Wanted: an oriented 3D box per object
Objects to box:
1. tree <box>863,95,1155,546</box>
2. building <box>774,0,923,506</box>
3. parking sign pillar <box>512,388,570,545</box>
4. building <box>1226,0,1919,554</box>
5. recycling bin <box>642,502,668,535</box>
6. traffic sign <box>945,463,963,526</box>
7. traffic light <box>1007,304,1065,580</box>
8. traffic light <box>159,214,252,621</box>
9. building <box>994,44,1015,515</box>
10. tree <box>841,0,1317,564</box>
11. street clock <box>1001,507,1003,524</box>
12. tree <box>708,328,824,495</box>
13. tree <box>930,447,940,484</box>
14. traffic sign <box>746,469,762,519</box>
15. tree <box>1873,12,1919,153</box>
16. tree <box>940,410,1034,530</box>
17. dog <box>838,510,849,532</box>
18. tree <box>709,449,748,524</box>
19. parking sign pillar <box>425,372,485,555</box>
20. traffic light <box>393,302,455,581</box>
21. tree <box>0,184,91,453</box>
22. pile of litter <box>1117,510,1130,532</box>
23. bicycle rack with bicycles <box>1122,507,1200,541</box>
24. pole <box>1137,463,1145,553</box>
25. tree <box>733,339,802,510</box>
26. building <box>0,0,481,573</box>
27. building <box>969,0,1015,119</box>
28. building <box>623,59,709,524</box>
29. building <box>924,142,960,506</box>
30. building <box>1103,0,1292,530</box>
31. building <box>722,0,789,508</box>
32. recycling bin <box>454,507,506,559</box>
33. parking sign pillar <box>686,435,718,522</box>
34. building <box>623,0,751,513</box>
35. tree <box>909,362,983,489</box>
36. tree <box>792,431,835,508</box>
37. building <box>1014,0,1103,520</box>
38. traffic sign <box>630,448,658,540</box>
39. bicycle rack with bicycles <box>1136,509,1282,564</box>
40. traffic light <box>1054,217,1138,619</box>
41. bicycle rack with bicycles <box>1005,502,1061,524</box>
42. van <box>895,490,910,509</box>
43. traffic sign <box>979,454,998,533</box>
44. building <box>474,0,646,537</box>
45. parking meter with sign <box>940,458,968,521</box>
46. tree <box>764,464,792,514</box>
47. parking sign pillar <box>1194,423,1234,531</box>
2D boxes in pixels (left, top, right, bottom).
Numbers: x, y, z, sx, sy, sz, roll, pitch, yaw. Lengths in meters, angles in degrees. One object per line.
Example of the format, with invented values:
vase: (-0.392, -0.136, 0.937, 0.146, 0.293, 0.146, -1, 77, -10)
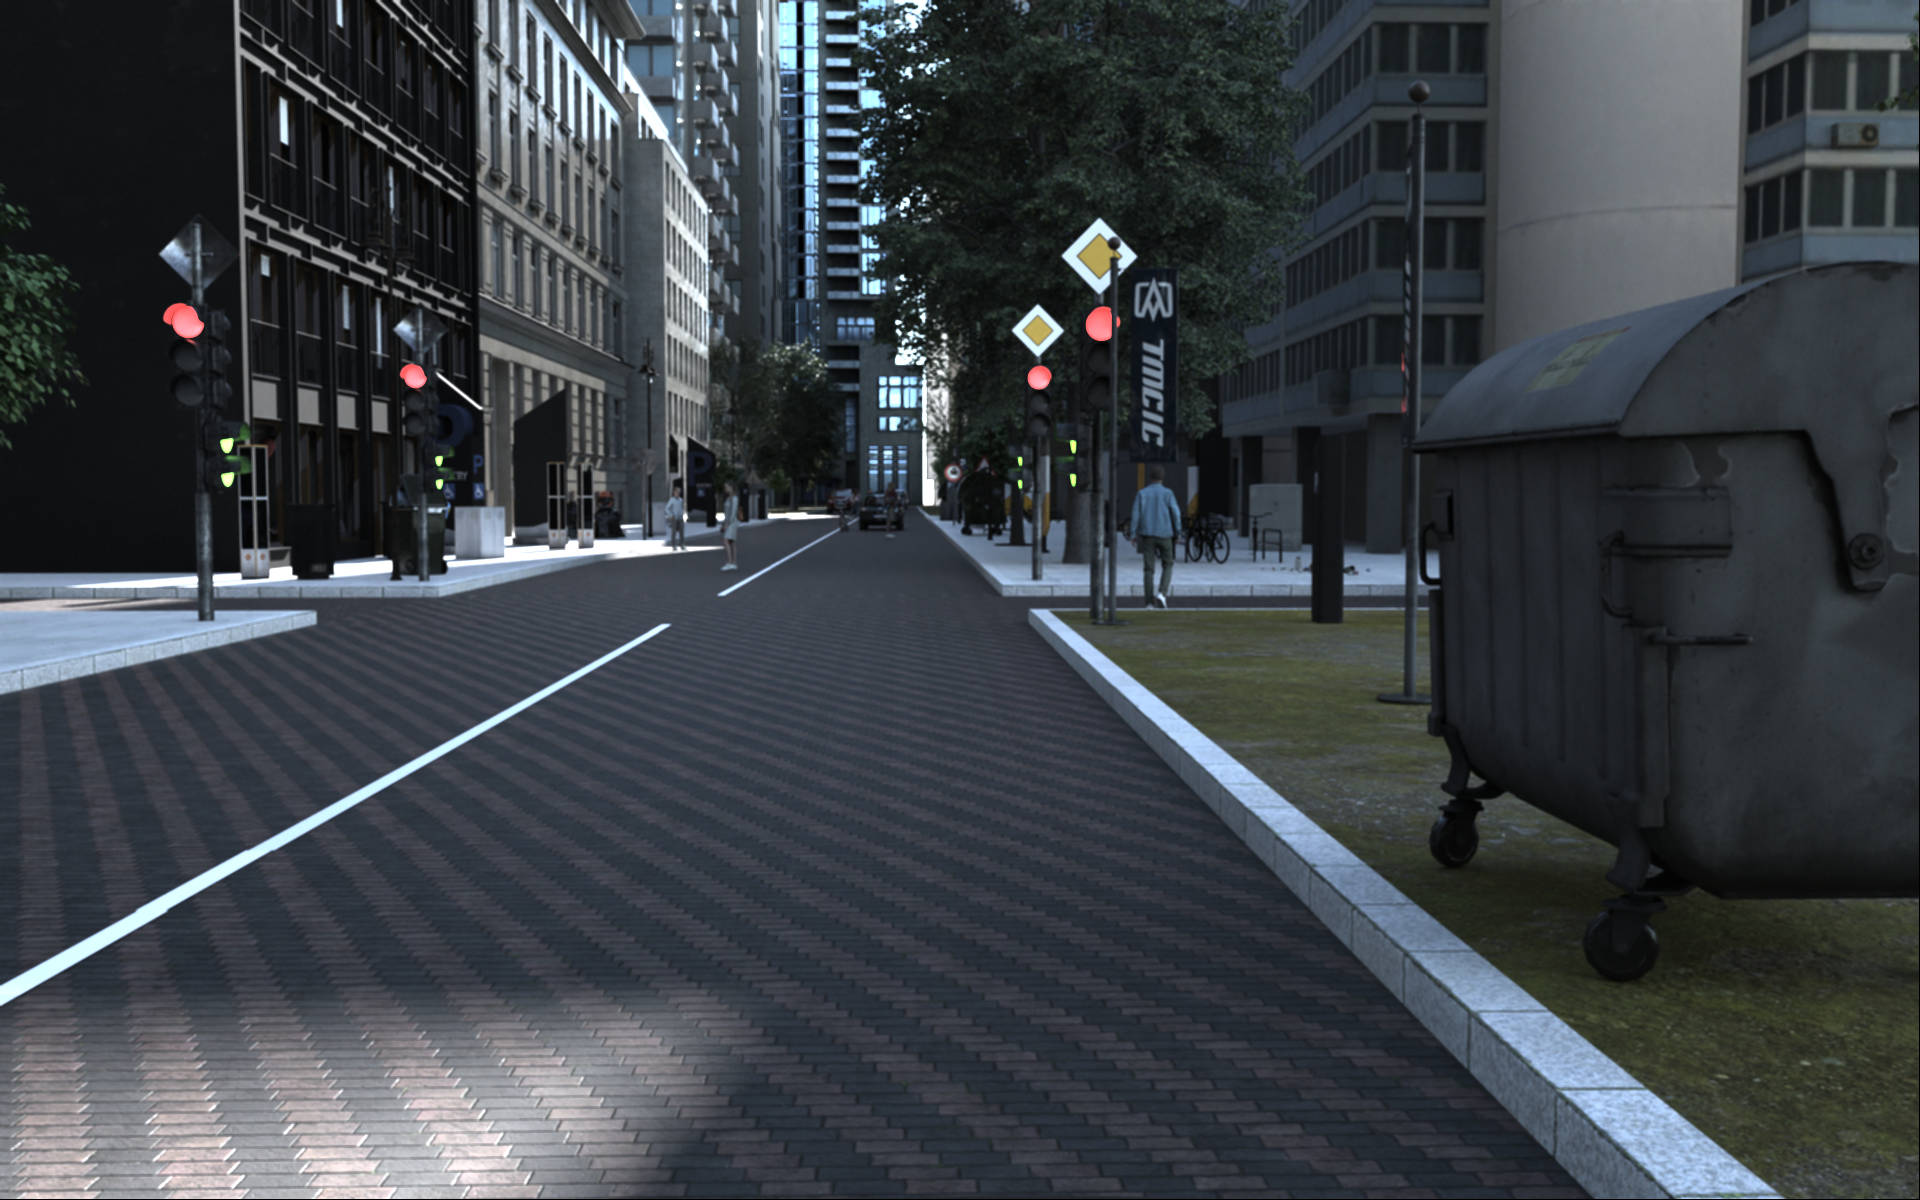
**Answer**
tree: (1.465, -7.160, 42.828, 9.928, 11.665, 9.643, 0, 3, 0)
building: (-19.825, -54.070, 196.709, 31.000, 86.520, 22.319, 0, 4, -2)
parking sign pillar: (-10.660, -3.393, 43.942, 1.447, 3.967, 1.447, -1, 4, -20)
building: (19.834, -21.408, 41.898, 23.993, 40.220, 32.217, 0, 4, -2)
recycling bin: (-9.519, -2.541, 54.100, 0.722, 1.027, 0.722, 0, 4, -4)
traffic sign: (-0.247, -4.311, 70.594, 0.768, 2.556, 0.104, 0, 4, -1)
traffic light: (1.129, -2.250, 25.708, 0.839, 4.253, 0.868, 0, 4, -2)
traffic light: (-7.611, -1.743, 17.413, 0.839, 4.253, 0.868, 0, 4, -2)
building: (8.947, -20.984, 114.793, 14.160, 30.474, 14.107, 0, 4, -2)
tree: (2.251, -7.635, 31.482, 9.857, 13.997, 8.962, 0, 3, 0)
street clock: (1.728, -4.214, 73.462, 0.358, 2.002, 0.471, 0, 4, -7)
tree: (-11.699, -9.905, 96.358, 8.767, 10.594, 7.601, 0, 4, -2)
tree: (-0.206, -7.415, 104.948, 4.285, 4.588, 4.351, 0, 3, 0)
traffic sign: (-10.669, -5.465, 89.356, 0.884, 2.594, 0.081, 0, 4, 6)
tree: (10.107, -3.903, 14.183, 4.737, 8.622, 4.395, 0, 3, 0)
tree: (1.562, -4.775, 61.792, 4.285, 4.588, 4.351, 0, 3, 0)
dog: (-4.531, -3.040, 66.539, 0.513, 0.831, 0.800, 1, 4, 11)
tree: (-10.109, -4.879, 74.369, 1.663, 3.219, 1.824, 0, 3, 0)
parking sign pillar: (-10.903, -2.987, 37.312, 1.447, 3.967, 1.447, 1, 4, 23)
traffic light: (-7.876, -2.231, 25.394, 0.839, 4.253, 0.868, 0, 4, -2)
tree: (-9.252, -1.891, 14.632, 4.285, 4.588, 4.351, 0, 3, 0)
pile of litter: (5.510, -2.787, 59.538, 1.176, 0.858, 1.719, 2, 4, 24)
bicycle rack with bicycles: (5.833, -2.121, 48.064, 2.925, 0.926, 2.852, -1, 4, -22)
pole: (3.906, -2.663, 37.379, 0.158, 3.312, 0.155, 0, 3, 0)
tree: (-13.479, -14.214, 139.056, 9.857, 13.997, 8.962, 0, 3, 0)
building: (-17.987, -12.567, 35.144, 12.332, 23.373, 15.834, 0, 4, -2)
building: (7.524, -28.083, 142.753, 14.154, 41.232, 14.086, 0, 4, -2)
building: (-18.173, -13.941, 82.689, 10.420, 20.320, 16.860, 0, 4, -2)
building: (3.084, -31.249, 194.522, 14.086, 41.232, 14.154, 0, 4, -2)
building: (12.408, -18.169, 68.763, 14.160, 30.474, 14.107, 0, 4, -2)
building: (-30.181, -34.763, 157.612, 27.495, 52.752, 28.713, 0, 4, -2)
recycling bin: (-9.555, -1.341, 34.481, 0.722, 1.027, 0.722, 2, 4, 25)
parking sign pillar: (-11.794, -5.537, 79.010, 1.447, 3.967, 1.447, 0, 4, 1)
building: (-26.617, -30.269, 114.513, 23.786, 49.044, 30.456, 0, 4, -2)
tree: (-0.393, -8.866, 95.320, 4.737, 8.622, 4.395, 0, 3, 0)
tree: (-13.407, -12.672, 157.553, 4.360, 8.622, 3.978, 0, 3, 0)
building: (10.191, -26.927, 90.361, 14.600, 45.320, 14.200, 0, 4, -2)
traffic sign: (-8.756, -2.930, 48.011, 0.768, 2.556, 0.104, 0, 4, 1)
bicycle rack with bicycles: (4.967, -1.201, 33.014, 2.852, 0.926, 2.925, 0, 4, 1)
traffic light: (1.394, -1.762, 17.727, 0.839, 4.253, 0.868, 0, 4, -2)
bicycle rack with bicycles: (3.341, -3.862, 76.530, 2.925, 0.926, 2.852, -3, 4, -38)
van: (-5.837, -9.722, 165.969, 2.013, 2.044, 4.112, 0, 4, -1)
traffic sign: (0.795, -3.461, 56.586, 0.884, 2.594, 0.081, 0, 4, -1)
building: (-20.850, -13.778, 58.550, 16.112, 22.955, 30.059, 0, 4, -2)
parking meter with sign: (-0.333, -5.356, 83.836, 0.543, 3.016, 1.738, 2, 4, 34)
tree: (-11.672, -7.202, 112.351, 1.663, 3.219, 1.824, 0, 3, 0)
parking sign pillar: (9.001, -4.455, 61.305, 1.447, 3.967, 1.447, 2, 4, 29)
